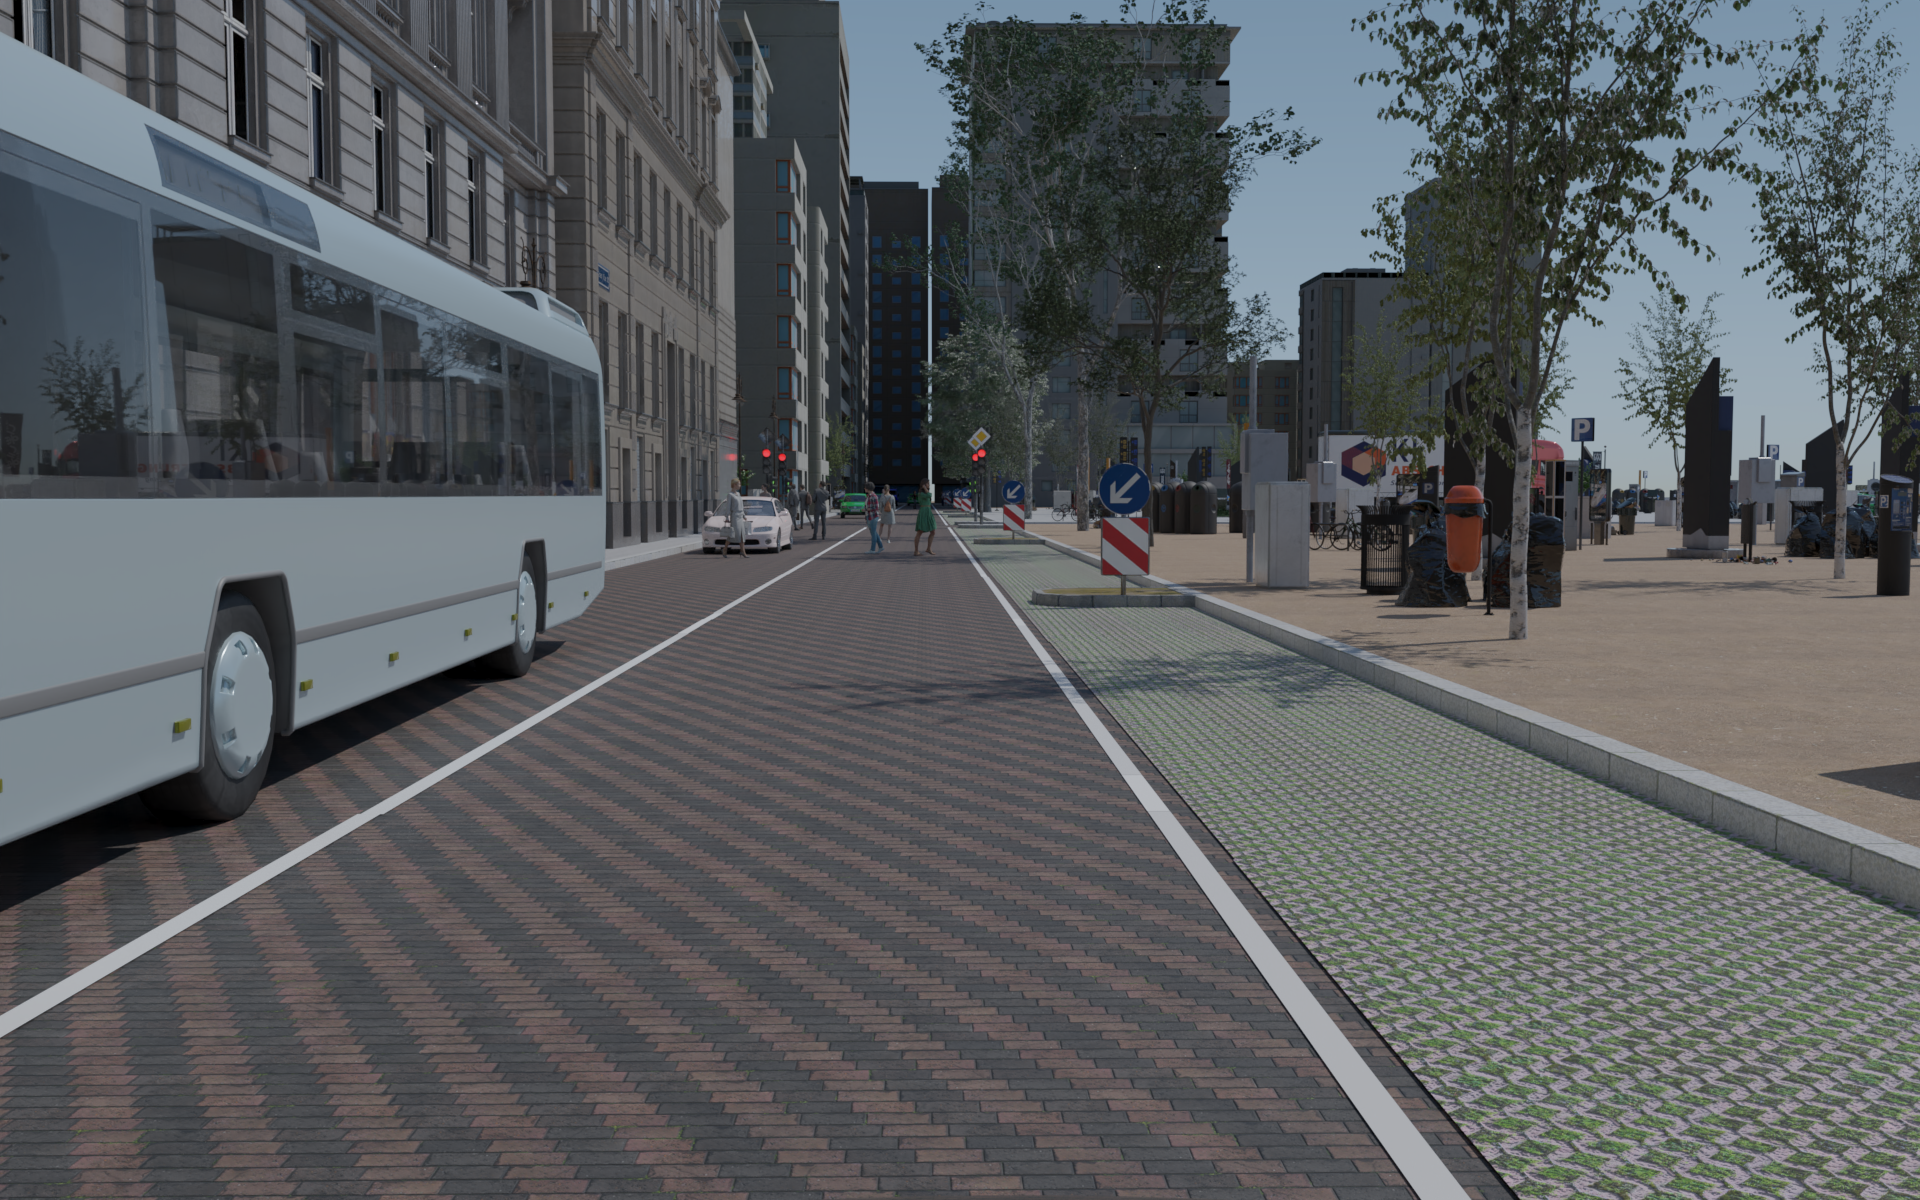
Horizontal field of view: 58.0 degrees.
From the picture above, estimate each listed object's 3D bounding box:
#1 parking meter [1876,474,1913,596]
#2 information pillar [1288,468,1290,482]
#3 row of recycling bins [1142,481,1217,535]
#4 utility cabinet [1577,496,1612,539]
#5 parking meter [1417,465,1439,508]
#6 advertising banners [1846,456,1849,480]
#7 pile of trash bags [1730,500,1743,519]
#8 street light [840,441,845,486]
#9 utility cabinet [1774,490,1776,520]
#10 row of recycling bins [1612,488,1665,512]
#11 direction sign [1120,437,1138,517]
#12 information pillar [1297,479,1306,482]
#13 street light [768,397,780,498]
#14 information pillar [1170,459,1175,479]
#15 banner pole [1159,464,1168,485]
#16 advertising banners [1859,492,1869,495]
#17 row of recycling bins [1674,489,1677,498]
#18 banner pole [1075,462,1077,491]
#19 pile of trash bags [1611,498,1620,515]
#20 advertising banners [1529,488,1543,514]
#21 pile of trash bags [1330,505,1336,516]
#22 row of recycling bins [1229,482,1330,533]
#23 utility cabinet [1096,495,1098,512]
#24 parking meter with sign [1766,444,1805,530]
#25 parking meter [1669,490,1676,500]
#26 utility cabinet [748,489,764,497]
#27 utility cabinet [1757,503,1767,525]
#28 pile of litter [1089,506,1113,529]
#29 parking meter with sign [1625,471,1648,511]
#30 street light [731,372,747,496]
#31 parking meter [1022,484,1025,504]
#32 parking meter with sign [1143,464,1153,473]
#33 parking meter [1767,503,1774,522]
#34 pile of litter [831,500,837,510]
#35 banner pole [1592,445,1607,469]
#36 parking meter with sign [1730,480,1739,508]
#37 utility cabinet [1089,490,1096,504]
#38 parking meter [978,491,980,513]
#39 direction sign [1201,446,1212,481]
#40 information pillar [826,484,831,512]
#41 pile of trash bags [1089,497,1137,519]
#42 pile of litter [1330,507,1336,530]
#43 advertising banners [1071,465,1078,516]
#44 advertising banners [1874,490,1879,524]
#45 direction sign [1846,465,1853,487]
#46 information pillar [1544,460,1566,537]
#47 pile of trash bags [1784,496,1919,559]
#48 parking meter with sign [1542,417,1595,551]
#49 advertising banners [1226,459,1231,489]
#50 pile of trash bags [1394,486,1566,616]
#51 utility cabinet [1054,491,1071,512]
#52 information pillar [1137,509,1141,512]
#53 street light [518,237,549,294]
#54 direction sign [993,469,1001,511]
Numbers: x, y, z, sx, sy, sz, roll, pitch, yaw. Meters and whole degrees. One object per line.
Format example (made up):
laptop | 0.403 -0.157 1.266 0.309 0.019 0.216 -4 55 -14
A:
parking meter | 11.835 -0.826 21.923 0.372 1.533 0.369 0 3 0
information pillar | 26.994 -9.244 142.501 0.183 3.616 0.504 -1 4 -22
row of recycling bins | 7.133 -3.011 56.347 1.069 1.692 3.534 -2 4 -29
utility cabinet | 18.312 -2.384 50.139 0.306 1.237 1.020 -3 5 -43
parking meter | 9.413 -1.782 34.845 0.399 1.863 0.255 1 4 22
advertising banners | 41.031 -5.224 81.606 0.090 3.025 2.074 -1 4 -16
pile of trash bags | 40.475 -4.831 88.734 1.912 1.369 3.447 -2 4 -33
street light | -10.035 -10.763 148.762 0.468 5.910 1.993 0 4 -1
utility cabinet | 40.515 -4.731 86.038 1.173 1.500 0.318 2 4 30
row of recycling bins | 48.354 -7.121 123.547 3.534 1.692 1.069 1 4 11
direction sign | 6.706 -4.703 68.894 0.876 3.537 0.379 -2 4 -31
information pillar | 16.759 -4.925 85.021 0.304 2.012 0.304 -2 4 -34
street light | -8.645 -6.597 80.646 0.468 5.910 1.993 0 4 -1
information pillar | 14.227 -7.592 115.481 0.504 3.616 0.183 1 4 13
banner pole | 16.877 -9.359 143.036 0.863 3.779 0.401 1 4 15
advertising banners | 49.778 -5.971 93.812 2.074 3.025 0.090 1 4 18
row of recycling bins | 64.624 -8.918 152.927 3.534 1.692 1.069 1 4 13
banner pole | 9.030 -8.797 133.854 0.401 3.779 0.863 1 4 21
pile of trash bags | 38.941 -5.887 106.008 3.447 1.369 1.912 -2 4 -33
advertising banners | 36.909 -7.142 112.962 2.074 3.025 0.090 0 4 -7
pile of trash bags | 19.525 -4.892 89.739 1.912 1.369 3.447 -3 4 -37
row of recycling bins | 10.648 -3.079 57.448 3.534 1.692 1.069 -1 4 -16
utility cabinet | 9.544 -6.720 121.033 1.020 1.237 0.306 -2 4 -35
parking meter with sign | 28.925 -3.911 60.208 0.543 3.016 1.738 -2 4 -25
parking meter | 44.113 -6.043 107.222 0.372 1.533 0.369 0 3 0
utility cabinet | -9.477 -4.388 80.424 0.318 1.500 1.173 1 4 19
utility cabinet | 33.459 -3.776 72.905 0.306 1.237 1.020 -2 4 -23
pile of litter | 5.462 -3.095 64.563 1.719 0.858 1.176 1 4 22
parking meter with sign | 50.904 -8.224 130.729 0.543 3.016 1.738 -3 5 -41
street light | -8.351 -5.684 65.721 0.468 5.910 1.993 0 4 -1
parking meter | 3.891 -5.926 102.609 0.399 1.863 0.255 -1 4 -15
parking meter with sign | 10.797 -6.341 99.934 0.543 3.016 1.738 0 4 2
parking meter | 37.901 -4.604 80.981 0.255 1.863 0.399 3 5 40
pile of litter | -10.685 -7.952 143.984 1.176 0.858 1.719 2 4 32
banner pole | 32.962 -6.066 89.199 0.863 3.779 0.401 0 4 1
parking meter with sign | 42.200 -6.021 94.704 1.738 3.016 0.543 2 4 33
utility cabinet | 7.831 -6.010 106.947 1.173 1.500 0.318 3 4 39
parking meter | 1.410 -6.831 120.095 0.372 1.533 0.369 0 3 0
direction sign | 11.725 -5.531 82.432 0.379 3.537 0.876 -1 4 -22
information pillar | -9.432 -7.311 124.023 0.304 2.012 0.304 -1 4 -17
pile of trash bags | 7.730 -4.904 89.927 3.447 1.369 1.912 1 4 12
pile of litter | 13.143 -2.838 60.367 1.719 0.858 1.176 2 4 28
advertising banners | 6.762 -6.408 100.966 0.090 3.025 2.074 1 4 12
advertising banners | 32.538 -3.964 61.003 0.090 3.025 2.074 1 4 13
direction sign | 74.601 -9.399 145.670 0.876 3.537 0.379 -1 4 -23
information pillar | 12.722 -1.991 37.047 0.304 2.012 0.304 -1 4 -19
pile of trash bags | 18.702 -1.546 35.032 3.447 1.369 1.912 0 4 1
parking meter with sign | 13.569 -2.619 39.082 1.738 3.016 0.543 -3 4 -39
advertising banners | 13.576 -5.462 85.498 0.090 3.025 2.074 -1 4 -16
pile of trash bags | 5.889 -0.611 19.742 1.912 1.369 3.447 1 4 21
utility cabinet | 7.109 -6.841 120.525 1.173 1.500 0.318 0 4 5
information pillar | 12.763 -7.288 123.658 0.304 2.012 0.304 1 4 17
street light | -7.676 -3.583 31.364 0.468 5.910 1.993 0 4 -1
direction sign | 2.810 -8.545 131.711 0.876 3.537 0.379 -3 5 -42
